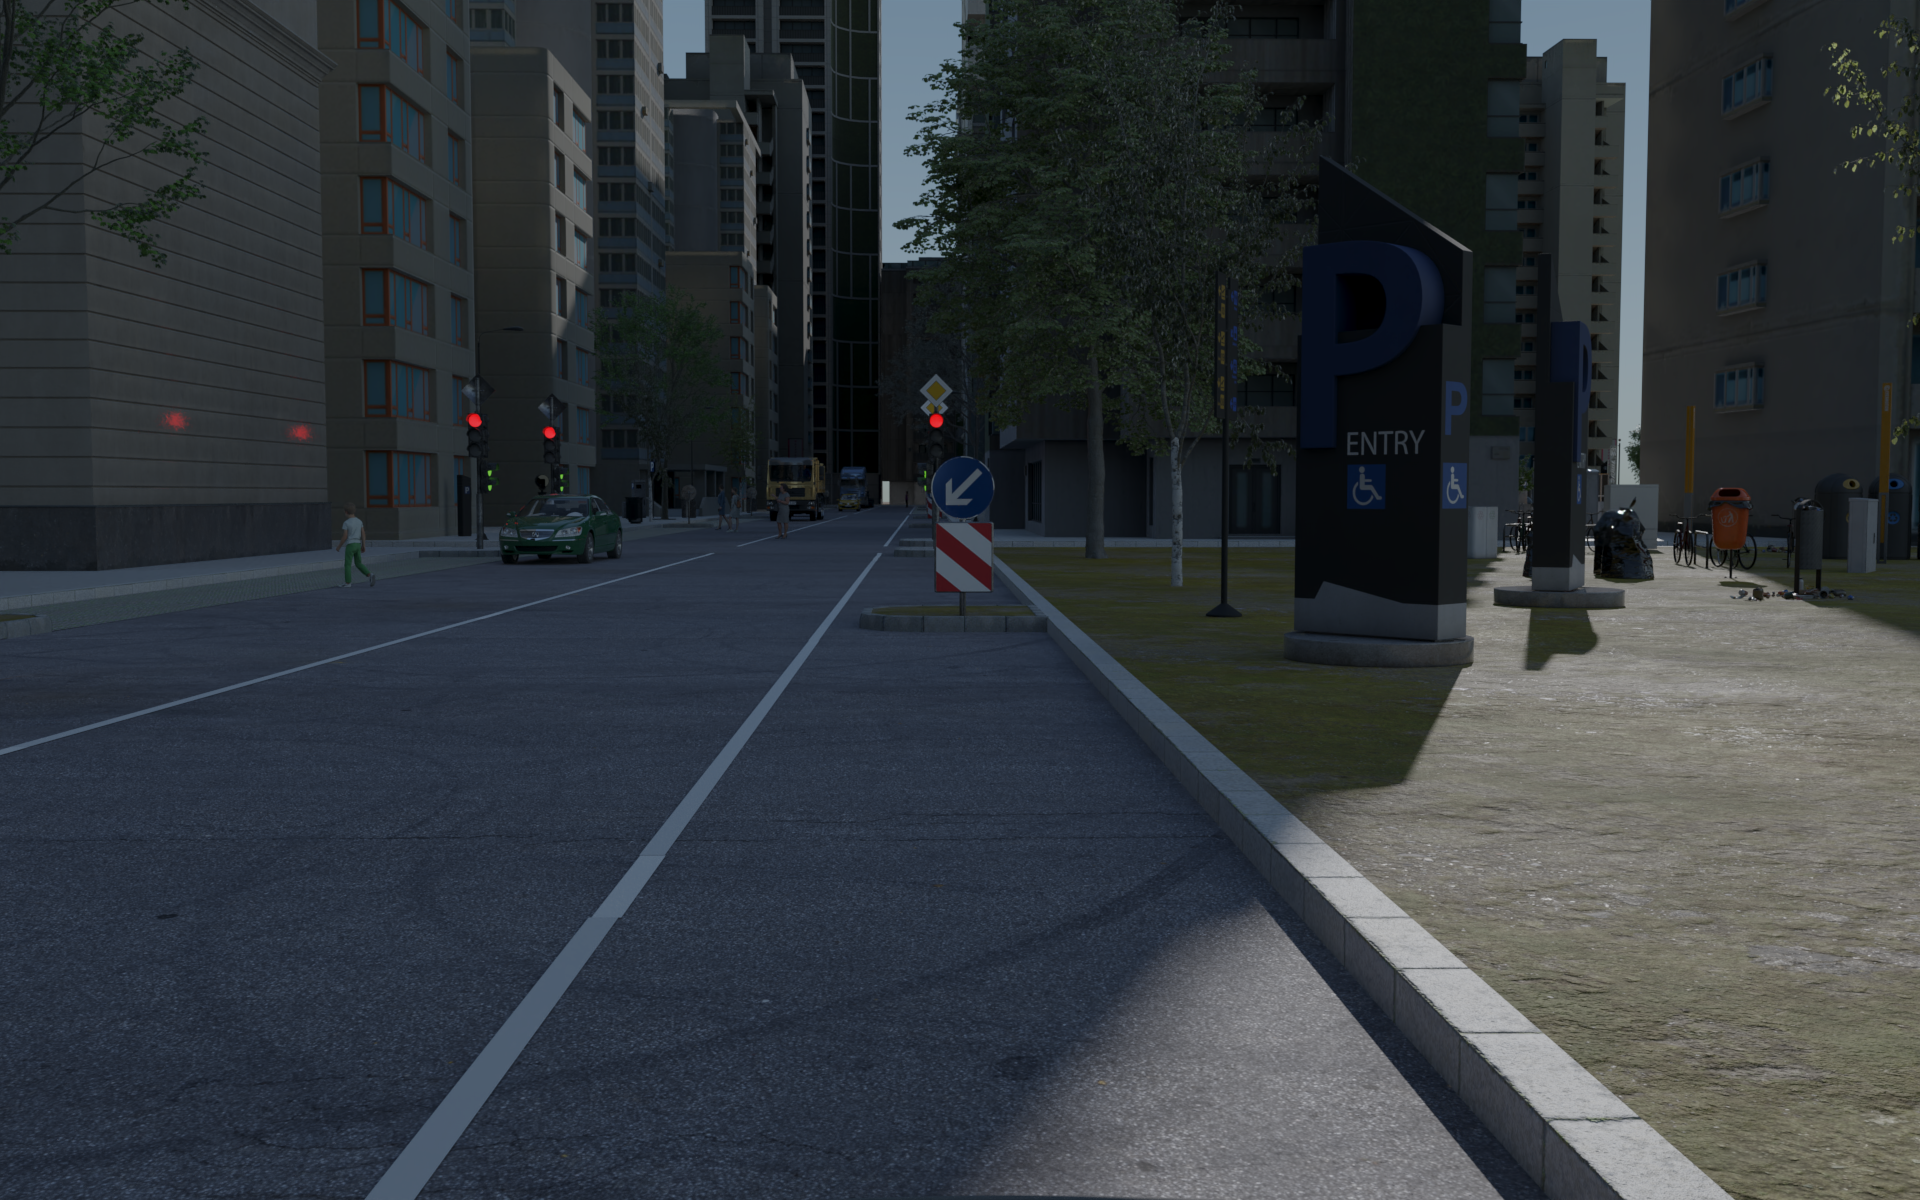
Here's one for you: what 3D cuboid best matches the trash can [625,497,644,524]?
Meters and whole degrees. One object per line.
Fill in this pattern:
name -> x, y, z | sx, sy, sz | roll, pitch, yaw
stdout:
trash can -> -14.023, -3.865, 74.848 | 0.748, 1.137, 0.748 | 0, 3, 0

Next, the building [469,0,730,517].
building -> -30.867, -25.188, 103.700 | 32.217, 40.220, 23.993 | 0, 4, -1

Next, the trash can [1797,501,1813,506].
trash can -> 17.888, -1.500, 36.183 | 0.748, 1.137, 0.748 | 0, 3, 0

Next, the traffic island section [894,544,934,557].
traffic island section -> -0.532, -1.123, 40.649 | 2.009, 0.180, 2.903 | 0, 4, -1

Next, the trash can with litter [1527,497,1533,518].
trash can with litter -> 26.801, -4.298, 81.660 | 0.624, 1.170, 1.055 | 0, 4, -1

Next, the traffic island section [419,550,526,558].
traffic island section -> -11.222, -1.111, 40.438 | 2.009, 0.180, 2.903 | 0, 4, -1

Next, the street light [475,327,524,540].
street light -> -12.795, -4.624, 48.149 | 1.470, 5.913, 1.316 | 0, 4, -1

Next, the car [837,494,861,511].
car -> -9.190, -8.176, 143.896 | 2.015, 1.641, 3.980 | 0, 4, -1

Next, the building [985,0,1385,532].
building -> 7.955, -18.201, 69.292 | 14.160, 30.474, 14.107 | 0, 4, -1

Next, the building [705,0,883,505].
building -> -20.154, -47.510, 215.032 | 20.611, 71.187, 20.563 | 0, 4, -1

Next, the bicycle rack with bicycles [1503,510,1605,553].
bicycle rack with bicycles -> 13.068, -1.522, 38.267 | 2.925, 0.926, 2.852 | -3, 5, -44

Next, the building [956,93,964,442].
building -> 10.765, -34.532, 184.210 | 23.786, 49.044, 30.456 | 0, 4, -1

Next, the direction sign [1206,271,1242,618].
direction sign -> 2.770, -1.595, 18.069 | 0.379, 3.537, 0.876 | 1, 4, 22

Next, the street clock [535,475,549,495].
street clock -> -15.566, -3.668, 64.537 | 0.471, 2.002, 0.358 | -2, 4, -32

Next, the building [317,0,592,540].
building -> -29.676, -13.240, 61.514 | 27.650, 21.520, 28.899 | 0, 4, -1

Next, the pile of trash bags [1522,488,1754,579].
pile of trash bags -> 10.421, -1.047, 26.878 | 3.447, 1.369, 1.912 | 2, 4, 31

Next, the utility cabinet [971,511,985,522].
utility cabinet -> 0.982, -4.282, 81.171 | 1.020, 1.237, 0.306 | 3, 5, 41

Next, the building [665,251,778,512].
building -> -29.595, -17.899, 137.689 | 27.650, 21.520, 28.899 | 0, 4, -1

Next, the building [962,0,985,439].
building -> 13.807, -34.599, 154.935 | 28.713, 52.752, 27.495 | 0, 4, -1

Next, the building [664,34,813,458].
building -> -27.228, -34.519, 188.083 | 21.600, 48.544, 21.300 | 0, 4, -1

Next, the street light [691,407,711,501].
street light -> -13.737, -7.321, 92.240 | 1.470, 5.913, 1.316 | 0, 4, -1

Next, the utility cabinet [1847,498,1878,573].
utility cabinet -> 14.881, -1.063, 28.539 | 0.306, 1.237, 1.020 | 3, 4, 36

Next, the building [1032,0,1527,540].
building -> 8.416, -17.256, 53.833 | 14.107, 30.474, 14.160 | 0, 4, -1

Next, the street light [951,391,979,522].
street light -> 0.186, -6.478, 78.456 | 1.470, 5.913, 1.316 | 0, 4, -1

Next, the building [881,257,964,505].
building -> -2.747, -27.057, 214.077 | 14.107, 30.474, 14.160 | 0, 4, -1

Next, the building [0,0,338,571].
building -> -26.593, -14.451, 33.541 | 25.104, 27.353, 12.463 | 0, 4, -1

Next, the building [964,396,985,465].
building -> 11.742, -48.554, 106.533 | 22.319, 86.520, 31.000 | 0, 4, -1

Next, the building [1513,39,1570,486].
building -> 60.282, -34.618, 189.704 | 21.600, 48.544, 21.300 | 0, 4, -1

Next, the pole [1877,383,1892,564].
pole -> 17.010, -2.326, 31.865 | 0.158, 3.312, 0.155 | 0, 3, 0

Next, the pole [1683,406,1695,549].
pole -> 16.910, -2.833, 40.158 | 0.158, 3.312, 0.155 | 0, 3, 0

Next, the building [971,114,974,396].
building -> 7.783, -22.203, 134.727 | 14.160, 30.474, 14.107 | 0, 4, -1

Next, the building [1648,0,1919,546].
building -> 34.244, -26.367, 54.803 | 21.600, 48.544, 21.300 | 0, 4, -1

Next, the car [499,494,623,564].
car -> -8.496, -1.552, 37.168 | 2.131, 1.459, 4.920 | 0, 4, 1

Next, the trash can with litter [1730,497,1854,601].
trash can with litter -> 10.233, -0.640, 21.525 | 2.233, 1.210, 1.678 | -2, 4, -35

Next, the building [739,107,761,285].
building -> -32.100, -28.843, 163.470 | 32.217, 40.220, 23.993 | 0, 4, -1

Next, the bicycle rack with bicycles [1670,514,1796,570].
bicycle rack with bicycles -> 13.842, -1.041, 30.403 | 2.852, 0.926, 2.925 | 1, 4, 18

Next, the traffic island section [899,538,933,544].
traffic island section -> -0.694, -1.612, 48.632 | 2.009, 0.180, 2.903 | 0, 4, -1

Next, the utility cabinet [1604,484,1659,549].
utility cabinet -> 15.418, -1.906, 39.834 | 1.173, 1.500, 0.318 | 0, 4, -7

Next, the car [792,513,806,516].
car -> -10.130, -6.081, 111.223 | 2.131, 1.459, 4.920 | 0, 4, -1
